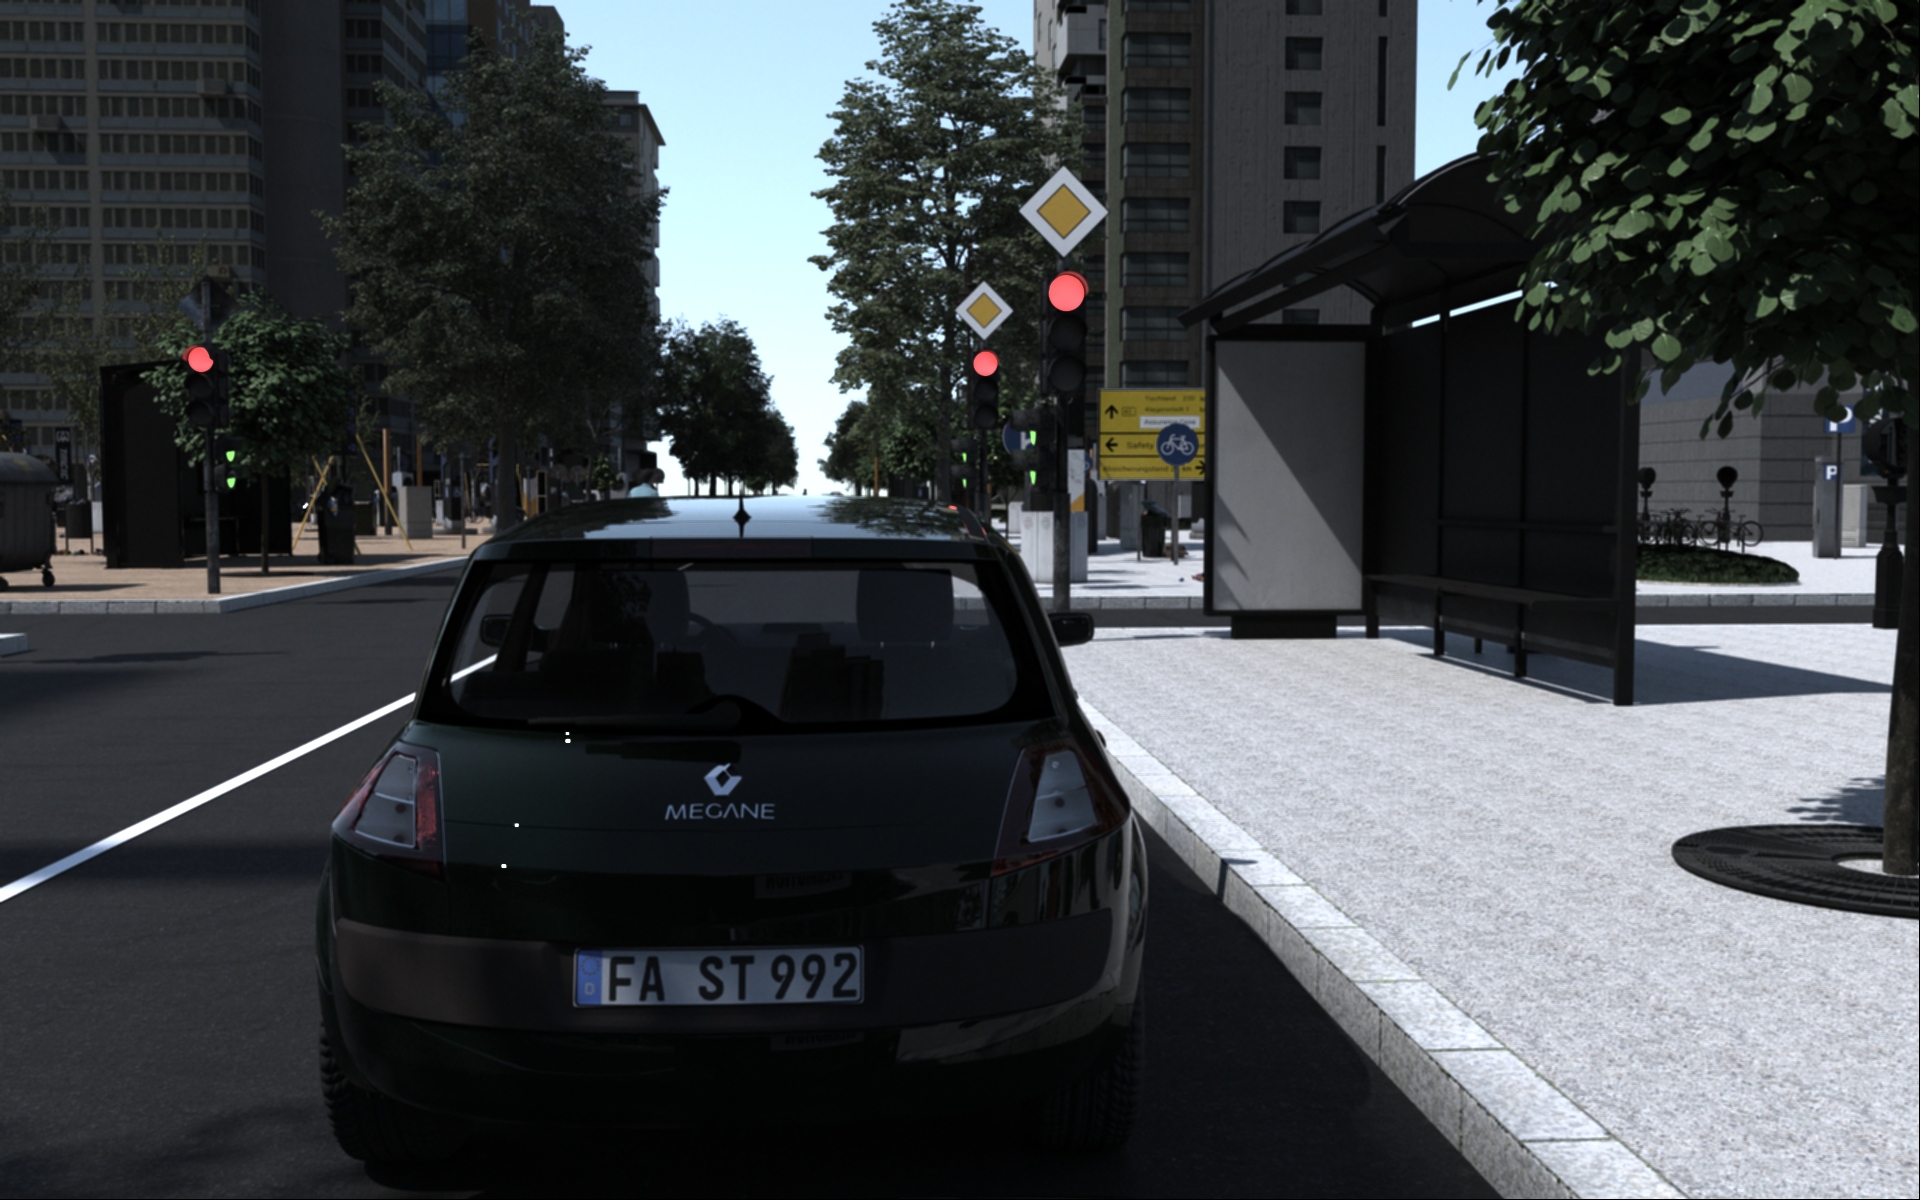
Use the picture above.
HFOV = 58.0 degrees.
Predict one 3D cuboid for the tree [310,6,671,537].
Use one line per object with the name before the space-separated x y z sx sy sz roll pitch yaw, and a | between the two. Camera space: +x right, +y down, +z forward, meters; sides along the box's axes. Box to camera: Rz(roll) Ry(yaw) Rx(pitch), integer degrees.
tree | -12.463 -8.595 47.179 9.857 13.997 8.962 0 3 0

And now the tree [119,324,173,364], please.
tree | -34.909 -7.567 74.090 4.360 8.622 3.978 0 3 0

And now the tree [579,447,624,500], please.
tree | -14.677 -4.711 71.622 1.663 3.219 1.824 0 3 0

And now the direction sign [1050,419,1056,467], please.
direction sign | 2.418 -3.528 49.684 0.876 3.537 0.379 -3 5 -41

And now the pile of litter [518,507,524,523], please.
pile of litter | -15.892 -3.021 63.352 1.176 0.858 1.719 1 4 9

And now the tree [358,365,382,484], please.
tree | -32.845 -8.676 92.217 4.737 8.622 4.395 0 3 0

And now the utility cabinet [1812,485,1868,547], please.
utility cabinet | 21.178 -2.020 41.700 0.318 1.500 1.173 -2 4 -31

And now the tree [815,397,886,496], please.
tree | -12.037 -17.631 205.269 9.611 12.733 9.660 0 3 0

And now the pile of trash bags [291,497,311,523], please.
pile of trash bags | -31.160 -4.245 79.153 3.447 1.369 1.912 1 4 22

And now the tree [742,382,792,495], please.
tree | -21.731 -16.057 172.899 12.009 13.543 11.850 0 3 0

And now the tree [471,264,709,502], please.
tree | -13.934 -7.975 64.811 8.767 10.594 7.601 -2 4 -31

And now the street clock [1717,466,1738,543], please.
street clock | 20.043 -2.490 45.288 0.471 2.002 0.358 2 4 34

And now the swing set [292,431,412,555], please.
swing set | -13.985 -2.463 37.894 2.862 2.851 3.119 0 4 4

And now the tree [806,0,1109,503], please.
tree | -0.125 -7.436 39.710 7.486 12.596 7.792 0 3 0

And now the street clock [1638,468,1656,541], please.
street clock | 18.740 -2.615 47.320 0.471 2.002 0.358 -2 4 -29

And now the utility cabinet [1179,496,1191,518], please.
utility cabinet | 9.761 -3.907 75.041 1.020 1.237 0.306 -3 5 -43

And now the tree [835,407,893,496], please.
tree | -9.780 -15.143 182.007 7.601 10.594 8.767 -3 4 -36

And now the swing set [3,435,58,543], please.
swing set | -25.365 -2.852 44.243 2.862 2.851 3.119 0 4 3

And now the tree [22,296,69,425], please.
tree | -30.082 -6.721 60.256 4.737 8.622 4.395 0 3 0

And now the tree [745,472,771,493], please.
tree | -22.560 -12.744 192.082 4.285 4.588 4.351 0 3 0

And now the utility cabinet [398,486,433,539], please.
utility cabinet | -15.476 -2.478 49.194 0.318 1.500 1.173 1 4 18

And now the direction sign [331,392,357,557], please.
direction sign | -12.499 -2.640 35.163 0.379 3.537 0.876 1 4 12

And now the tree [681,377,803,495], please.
tree | -20.536 -14.490 153.919 9.611 12.733 9.660 0 3 0

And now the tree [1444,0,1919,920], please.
tree | 3.118 -1.343 5.666 4.285 4.588 4.351 0 3 0

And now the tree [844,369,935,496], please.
tree | -3.122 -8.410 87.867 4.360 8.622 3.978 0 3 0

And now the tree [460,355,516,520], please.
tree | -23.632 -8.222 84.796 4.360 8.622 3.978 0 3 0

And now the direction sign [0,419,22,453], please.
direction sign | -28.727 -3.685 52.241 0.379 3.537 0.876 3 5 42

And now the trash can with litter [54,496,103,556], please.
trash can with litter | -18.169 -1.553 36.441 2.233 1.210 1.678 0 4 -6

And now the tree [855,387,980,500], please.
tree | -0.815 -4.048 49.895 4.285 4.588 4.351 0 3 0

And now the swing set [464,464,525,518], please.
swing set | -24.477 -5.707 90.933 3.119 2.851 2.862 0 4 -4

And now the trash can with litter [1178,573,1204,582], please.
trash can with litter | 4.026 -0.890 25.614 1.678 1.210 2.233 0 4 -7

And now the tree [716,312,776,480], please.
tree | -17.653 -13.247 123.247 9.857 13.997 8.962 0 3 0

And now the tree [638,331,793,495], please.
tree | -17.088 -11.360 111.489 9.928 11.665 9.643 0 3 0

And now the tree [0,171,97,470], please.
tree | -18.072 -4.942 31.159 4.360 8.622 3.978 0 3 0

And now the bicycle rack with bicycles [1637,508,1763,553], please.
bicycle rack with bicycles | 16.127 -1.530 38.390 2.852 0.926 2.925 1 4 14

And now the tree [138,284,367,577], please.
tree | -11.052 -2.661 27.218 4.285 4.588 4.351 0 3 0

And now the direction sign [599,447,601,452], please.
direction sign | -17.295 -5.581 83.242 0.379 3.537 0.876 0 4 -7

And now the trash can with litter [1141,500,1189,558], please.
trash can with litter | 4.127 -1.439 34.912 1.055 1.170 0.624 3 5 39

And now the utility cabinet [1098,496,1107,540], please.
utility cabinet | 3.676 -2.267 48.229 0.306 1.237 1.020 3 5 39

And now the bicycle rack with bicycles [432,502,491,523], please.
bicycle rack with bicycles | -22.079 -3.834 76.068 2.925 0.926 2.852 -3 5 -40

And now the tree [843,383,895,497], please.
tree | -4.478 -9.327 102.851 4.737 8.622 4.395 0 3 0

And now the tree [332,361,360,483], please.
tree | -26.773 -7.151 67.284 4.737 8.622 4.395 0 3 0

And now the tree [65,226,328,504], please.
tree | -21.196 -5.989 48.275 4.737 8.622 4.395 0 3 0

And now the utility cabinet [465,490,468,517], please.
utility cabinet | -27.581 -5.318 95.635 0.318 1.500 1.173 -3 5 -40

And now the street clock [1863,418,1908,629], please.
street clock | 8.859 -0.728 16.477 0.471 2.002 0.358 0 4 -6

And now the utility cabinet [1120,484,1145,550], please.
utility cabinet | 3.982 -1.914 39.981 0.318 1.500 1.173 0 4 -8

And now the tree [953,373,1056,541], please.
tree | 0.719 -2.041 27.966 1.663 3.219 1.824 0 3 0
